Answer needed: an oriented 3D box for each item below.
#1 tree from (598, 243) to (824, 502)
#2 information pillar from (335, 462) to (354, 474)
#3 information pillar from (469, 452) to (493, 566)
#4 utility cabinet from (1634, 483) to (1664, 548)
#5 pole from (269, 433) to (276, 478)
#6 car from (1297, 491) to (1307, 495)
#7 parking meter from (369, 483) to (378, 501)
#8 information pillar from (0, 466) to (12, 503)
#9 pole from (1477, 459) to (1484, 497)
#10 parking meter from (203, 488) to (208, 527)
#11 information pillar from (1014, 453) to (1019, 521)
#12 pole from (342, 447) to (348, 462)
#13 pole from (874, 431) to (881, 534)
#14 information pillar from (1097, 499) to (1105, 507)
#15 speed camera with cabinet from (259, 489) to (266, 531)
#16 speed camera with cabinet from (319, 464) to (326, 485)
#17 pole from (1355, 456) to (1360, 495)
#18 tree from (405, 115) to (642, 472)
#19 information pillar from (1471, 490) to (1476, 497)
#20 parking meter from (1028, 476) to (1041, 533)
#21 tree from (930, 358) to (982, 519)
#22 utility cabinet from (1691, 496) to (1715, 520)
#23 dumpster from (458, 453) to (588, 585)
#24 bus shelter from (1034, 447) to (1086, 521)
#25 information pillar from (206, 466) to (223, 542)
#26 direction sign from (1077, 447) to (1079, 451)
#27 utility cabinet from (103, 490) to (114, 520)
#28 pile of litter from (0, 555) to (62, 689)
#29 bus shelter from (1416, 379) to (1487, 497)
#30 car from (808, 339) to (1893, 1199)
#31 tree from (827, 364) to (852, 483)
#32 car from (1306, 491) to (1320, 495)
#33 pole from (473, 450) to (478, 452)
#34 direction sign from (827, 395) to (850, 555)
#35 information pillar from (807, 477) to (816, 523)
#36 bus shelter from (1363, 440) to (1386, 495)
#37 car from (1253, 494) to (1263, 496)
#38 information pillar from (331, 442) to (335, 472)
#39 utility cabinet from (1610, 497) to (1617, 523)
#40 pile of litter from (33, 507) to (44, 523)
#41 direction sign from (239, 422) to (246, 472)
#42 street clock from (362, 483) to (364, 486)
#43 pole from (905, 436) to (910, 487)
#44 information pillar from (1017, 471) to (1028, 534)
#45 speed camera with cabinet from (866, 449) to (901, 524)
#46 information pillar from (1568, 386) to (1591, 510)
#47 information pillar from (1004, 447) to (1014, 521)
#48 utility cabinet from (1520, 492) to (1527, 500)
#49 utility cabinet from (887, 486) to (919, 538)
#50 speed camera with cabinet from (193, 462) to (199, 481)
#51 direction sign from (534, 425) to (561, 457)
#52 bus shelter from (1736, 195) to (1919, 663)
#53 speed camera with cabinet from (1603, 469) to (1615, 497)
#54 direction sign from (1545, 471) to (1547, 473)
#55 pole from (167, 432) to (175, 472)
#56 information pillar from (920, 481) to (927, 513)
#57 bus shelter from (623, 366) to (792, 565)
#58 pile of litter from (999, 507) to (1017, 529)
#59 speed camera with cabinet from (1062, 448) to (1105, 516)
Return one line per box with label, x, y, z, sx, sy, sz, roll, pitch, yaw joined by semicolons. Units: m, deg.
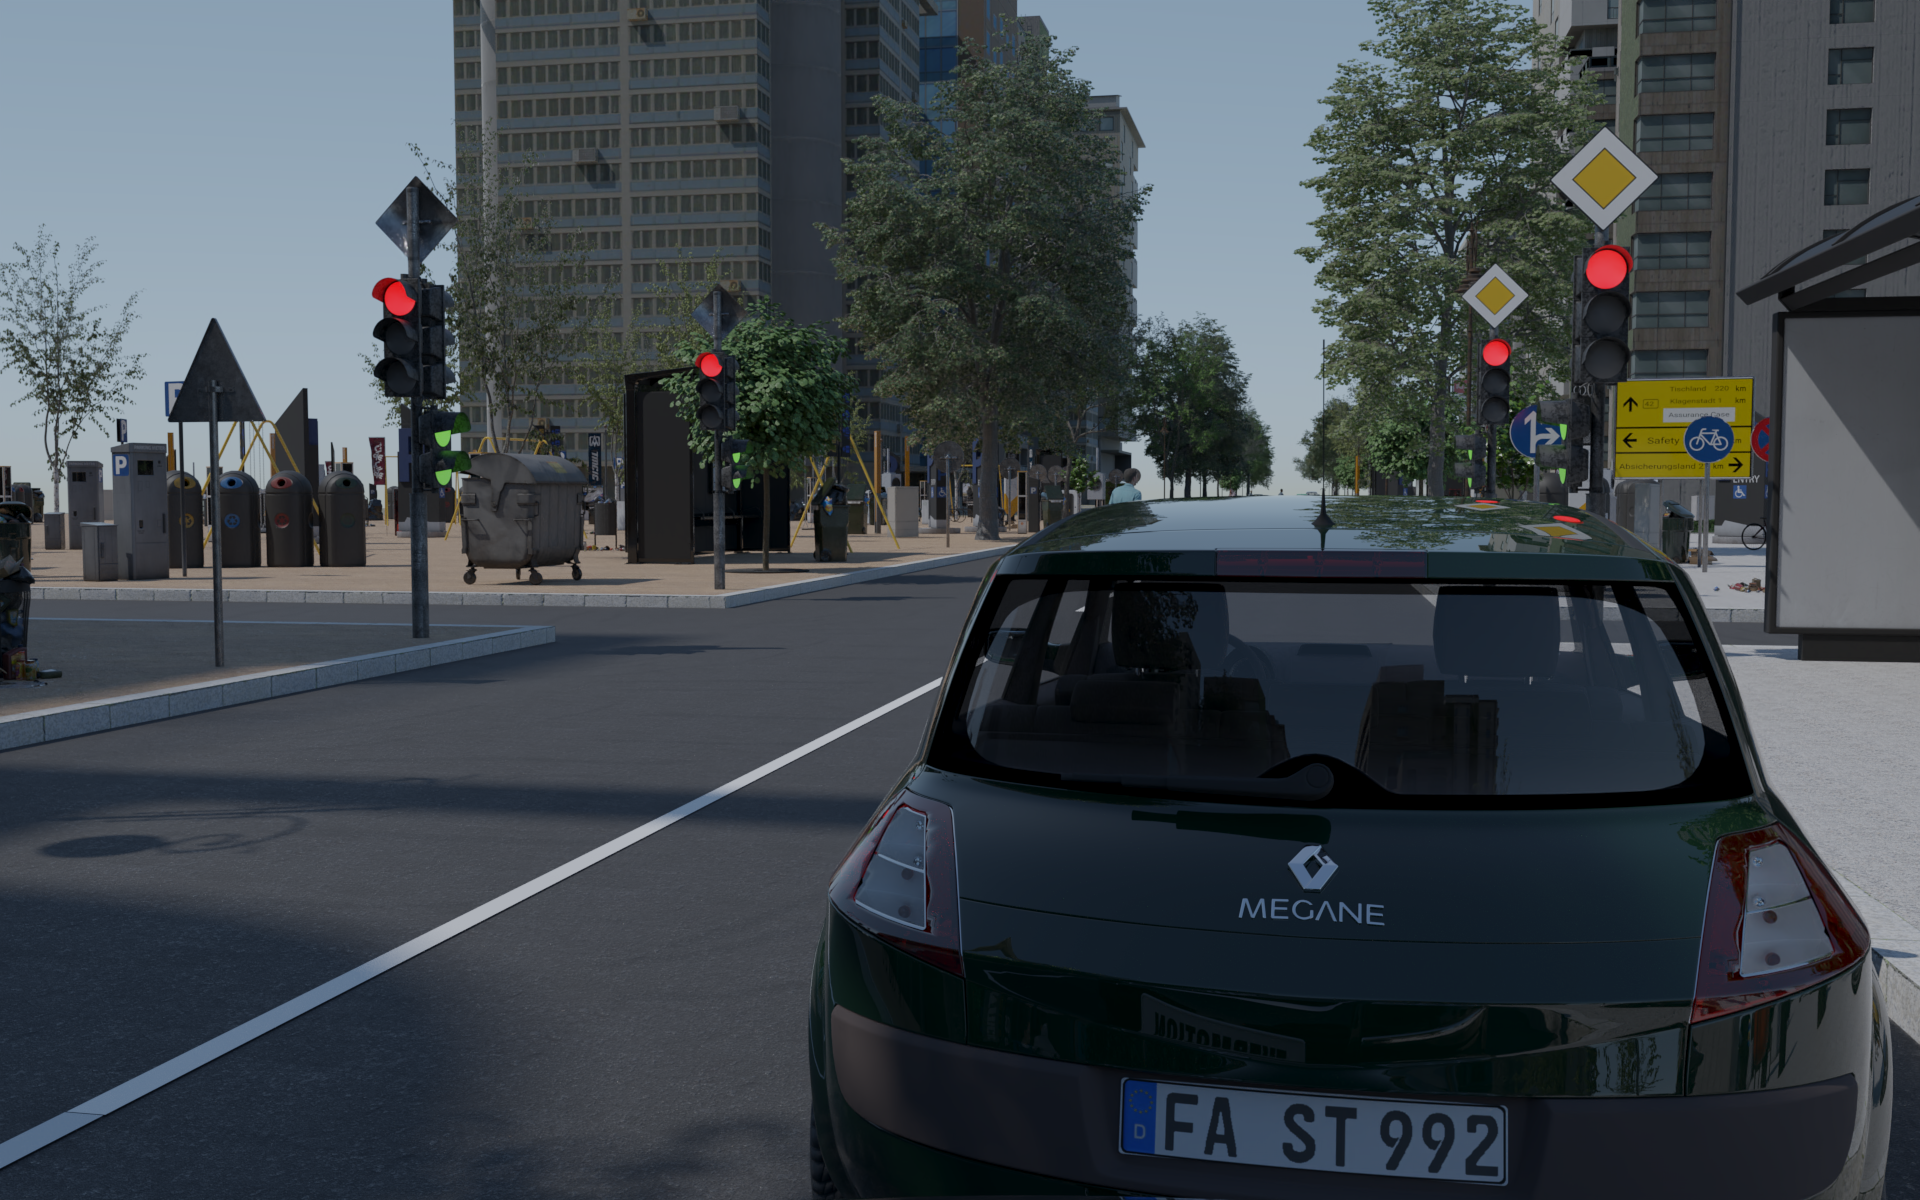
tree;-7.377;-6.180;51.402;4.737;8.622;4.395;0;3;0
information pillar;-14.140;-2.161;39.830;0.304;2.012;0.304;3;5;43
information pillar;-8.417;-1.591;30.508;0.304;2.012;0.304;2;4;28
utility cabinet;14.607;-1.714;36.701;0.318;1.500;1.173;0;4;8
pole;-22.981;-3.922;57.964;0.158;3.312;0.155;0;3;0
car;43.676;-12.996;221.285;1.959;1.807;4.718;1;4;13
parking meter;-31.384;-5.318;92.658;0.399;1.863;0.255;-1;4;-9
information pillar;-24.890;-2.481;45.061;0.304;2.012;0.304;0;4;8
pole;18.746;-4.191;62.359;0.158;3.312;0.155;0;3;0
parking meter;-29.733;-3.679;68.559;0.372;1.533;0.369;0;3;0
information pillar;2.548;-5.503;81.330;0.504;3.616;0.183;-2;4;-24
pole;-26.766;-4.991;75.444;0.158;3.312;0.155;0;3;0
pole;-2.669;-3.810;56.139;0.158;3.312;0.155;0;3;0
information pillar;6.609;-4.695;81.250;0.304;2.012;0.304;2;4;30
speed camera with cabinet;-23.589;-4.000;59.735;0.660;3.252;2.038;2;4;32
speed camera with cabinet;-18.425;-3.379;49.577;0.660;3.252;2.038;-2;4;-24
pole;21.292;-6.050;92.759;0.158;3.312;0.155;0;3;0
tree;-8.949;-5.120;34.075;4.360;8.622;3.978;0;3;0
information pillar;21.585;-4.983;72.823;0.183;3.616;0.504;0;4;-3
parking meter;2.479;-3.169;57.519;0.399;1.863;0.255;1;4;17
tree;0.053;-8.372;87.245;4.360;8.622;3.978;0;3;0
utility cabinet;29.559;-3.534;68.945;1.020;1.237;0.306;-2;4;-28
dumpster;-6.320;-1.180;25.059;1.264;1.857;1.865;1;4;11
bus shelter;5.011;-5.815;86.356;1.731;3.624;6.357;1;4;11
information pillar;-19.782;-2.540;46.018;0.304;2.012;0.304;2;4;26
direction sign;5.702;-5.631;84.063;0.379;3.537;0.876;1;4;8
utility cabinet;-41.641;-4.636;84.473;0.318;1.500;1.173;0;4;-2
pile of litter;-6.886;0.123;11.948;1.176;0.858;1.719;-2;4;-32
bus shelter;16.229;-4.908;57.878;2.179;5.291;8.768;1;4;11
car;0.929;0.333;4.345;2.009;1.686;4.222;1;4;13
tree;-7.662;-7.391;71.208;4.737;8.622;4.395;0;3;0
car;49.388;-14.350;243.300;2.281;1.827;5.304;1;4;10
pole;-22.339;-5.269;79.984;0.158;3.312;0.155;0;3;0
direction sign;-2.549;-2.719;36.452;0.379;3.537;0.876;2;4;28
information pillar;-6.498;-4.368;75.913;0.304;2.012;0.304;-2;4;-33
bus shelter;18.862;-5.247;77.074;1.731;3.624;6.357;1;4;12
car;34.185;-11.556;198.728;2.009;1.686;4.222;1;4;12
information pillar;-28.230;-5.301;78.024;0.183;3.616;0.504;-1;4;-10
utility cabinet;16.517;-2.053;44.732;1.020;1.237;0.306;-2;4;-35
pile of litter;-41.759;-3.876;77.340;1.719;0.858;1.176;-3;4;-38
direction sign;-15.858;-2.833;38.313;0.379;3.537;0.876;-2;4;-28
street clock;-36.531;-6.166;105.390;0.471;2.002;0.358;-2;4;-32
pole;-1.862;-4.122;61.231;0.158;3.312;0.155;0;3;0
information pillar;2.008;-3.126;55.596;0.304;2.012;0.304;0;4;7
speed camera with cabinet;-3.415;-4.914;74.687;0.660;3.252;2.038;3;5;40
information pillar;10.700;-2.348;29.742;0.504;3.616;0.183;1;4;13
information pillar;2.209;-5.450;80.455;0.183;3.616;0.504;2;4;31
utility cabinet;18.555;-2.863;55.484;1.173;1.500;0.318;0;4;2
utility cabinet;-1.677;-2.574;50.770;0.318;1.500;1.173;2;4;34
speed camera with cabinet;-48.283;-6.941;107.816;2.038;3.252;0.660;2;4;30
direction sign;-13.614;-3.990;57.238;0.876;3.537;0.379;-2;4;-32
bus shelter;6.517;-1.027;10.718;2.014;3.302;5.546;1;4;11
speed camera with cabinet;23.016;-4.148;62.159;0.660;3.252;2.038;2;4;31
direction sign;15.714;-3.331;46.467;0.876;3.537;0.379;-2;4;-26
pole;-26.081;-3.882;57.313;0.158;3.312;0.155;0;3;0
information pillar;-2.024;-5.634;96.602;0.304;2.012;0.304;2;4;27
bus shelter;-4.750;-2.644;34.513;1.731;3.624;6.357;1;4;11
pile of litter;1.708;-3.092;64.525;1.176;0.858;1.719;2;4;25
speed camera with cabinet;5.166;-4.879;74.112;2.038;3.252;0.660;1;4;17
